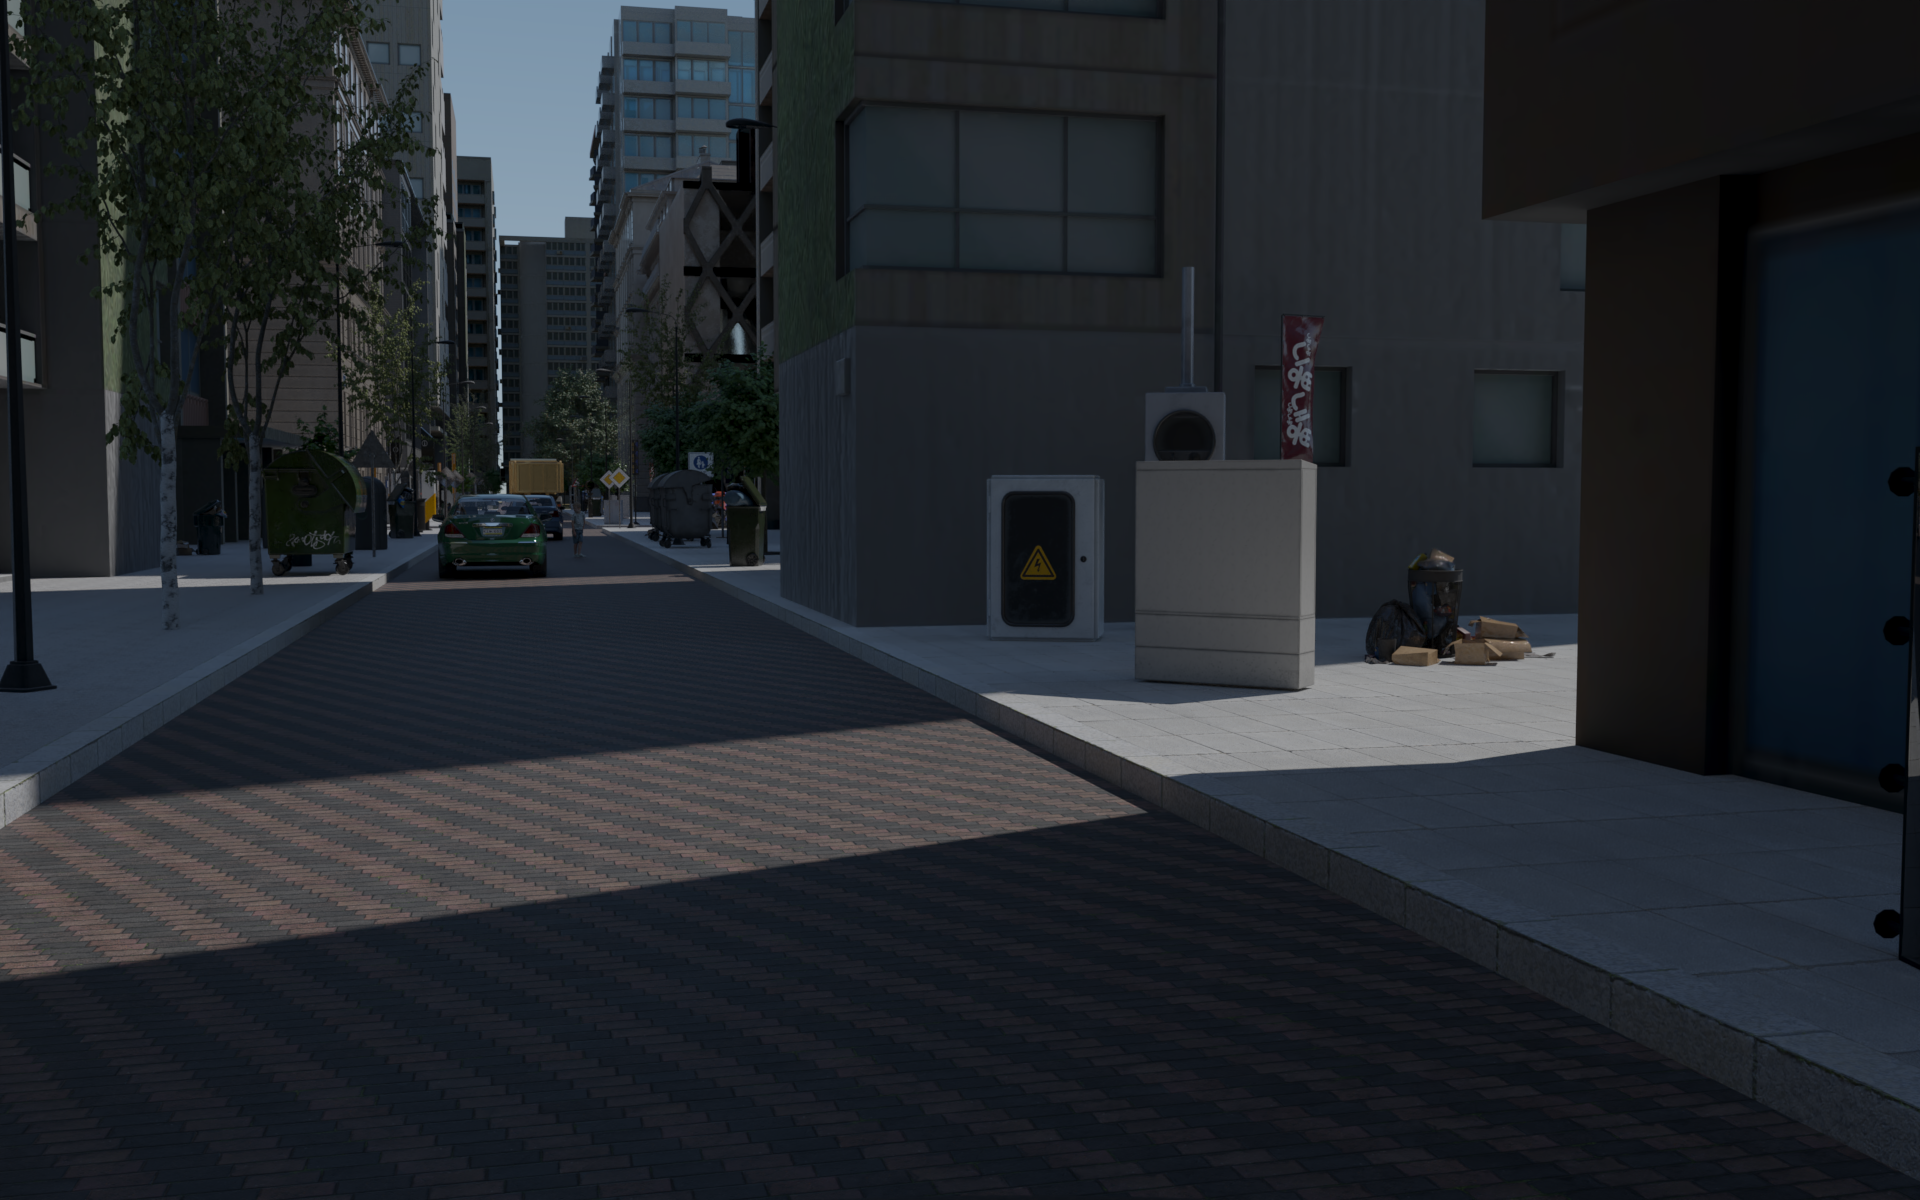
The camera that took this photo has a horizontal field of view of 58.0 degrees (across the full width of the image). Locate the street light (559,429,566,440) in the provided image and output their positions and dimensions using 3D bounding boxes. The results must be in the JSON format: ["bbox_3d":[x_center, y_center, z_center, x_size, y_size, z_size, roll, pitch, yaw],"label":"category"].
[{"bbox_3d":[-27.623,-9.242,123.654,1.470,5.913,1.316,-1,4,-14],"label":"street light"}]

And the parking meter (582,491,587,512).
[{"bbox_3d":[-27.630,-7.282,127.475,0.372,1.533,0.369,0,3,0],"label":"parking meter"}]

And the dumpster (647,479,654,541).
[{"bbox_3d":[-7.889,-2.554,47.509,1.264,1.857,1.865,-1,4,-14],"label":"dumpster"}]

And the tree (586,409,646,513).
[{"bbox_3d":[-8.362,-4.250,53.200,4.285,4.588,4.351,0,3,0],"label":"tree"}]

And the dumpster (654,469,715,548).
[{"bbox_3d":[-6.568,-2.190,41.566,1.264,1.857,1.865,-1,4,-14],"label":"dumpster"}]

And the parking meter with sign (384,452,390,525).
[{"bbox_3d":[-24.095,-4.715,73.354,0.543,3.016,1.738,-1,4,-13],"label":"parking meter with sign"}]

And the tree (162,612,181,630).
[{"bbox_3d":[-7.365,-4.038,16.380,4.737,8.622,4.395,0,3,0],"label":"tree"}]

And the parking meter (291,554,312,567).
[{"bbox_3d":[-11.709,-1.365,30.728,0.372,1.533,0.369,0,3,0],"label":"parking meter"}]

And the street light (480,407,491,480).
[{"bbox_3d":[-25.857,-7.304,91.964,1.470,5.913,1.316,-1,4,-14],"label":"street light"}]

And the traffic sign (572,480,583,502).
[{"bbox_3d":[-27.702,-7.685,125.656,0.884,2.594,0.081,0,4,-5],"label":"traffic sign"}]

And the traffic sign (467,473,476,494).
[{"bbox_3d":[-29.011,-6.264,102.515,0.768,2.556,0.104,0,4,-5],"label":"traffic sign"}]

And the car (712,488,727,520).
[{"bbox_3d":[-8.429,-3.620,68.782,3.694,1.707,1.945,-1,4,-13],"label":"car"}]

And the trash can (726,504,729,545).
[{"bbox_3d":[-5.374,-1.863,42.119,0.748,1.137,0.748,0,3,0],"label":"trash can"}]

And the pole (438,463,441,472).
[{"bbox_3d":[-34.051,-7.309,113.345,0.158,3.312,0.155,0,3,0],"label":"pole"}]

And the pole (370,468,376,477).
[{"bbox_3d":[-20.929,-4.156,61.795,0.158,3.312,0.155,0,3,0],"label":"pole"}]

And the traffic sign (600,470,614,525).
[{"bbox_3d":[-14.659,-4.207,72.420,0.795,2.450,0.064,-1,4,-14],"label":"traffic sign"}]

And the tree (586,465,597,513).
[{"bbox_3d":[-21.999,-6.933,107.952,1.663,3.219,1.824,0,3,0],"label":"tree"}]

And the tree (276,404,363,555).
[{"bbox_3d":[-13.523,-2.602,37.141,1.663,3.219,1.824,0,3,0],"label":"tree"}]

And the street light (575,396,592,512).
[{"bbox_3d":[-17.309,-6.697,82.044,1.470,5.913,1.316,-1,4,-14],"label":"street light"}]

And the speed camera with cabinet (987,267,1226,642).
[{"bbox_3d":[1.279,-1.272,15.133,2.038,3.252,0.660,1,4,10],"label":"speed camera with cabinet"}]

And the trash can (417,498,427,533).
[{"bbox_3d":[-18.120,-2.814,57.661,0.748,1.137,0.748,0,3,0],"label":"trash can"}]

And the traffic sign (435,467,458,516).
[{"bbox_3d":[-18.730,-3.642,63.192,0.795,2.450,0.064,-1,4,-14],"label":"traffic sign"}]

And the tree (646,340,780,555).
[{"bbox_3d":[-4.210,-3.263,37.065,4.285,4.588,4.351,0,3,0],"label":"tree"}]

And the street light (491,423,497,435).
[{"bbox_3d":[-31.125,-8.583,112.869,1.470,5.913,1.316,-1,4,-14],"label":"street light"}]

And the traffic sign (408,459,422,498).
[{"bbox_3d":[-19.245,-3.765,61.662,0.768,2.556,0.104,-1,4,-9],"label":"traffic sign"}]

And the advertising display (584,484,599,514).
[{"bbox_3d":[-23.808,-6.529,111.961,0.974,1.923,0.123,1,4,12],"label":"advertising display"}]

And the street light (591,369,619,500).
[{"bbox_3d":[-12.834,-5.629,64.567,1.470,5.913,1.316,-1,4,-14],"label":"street light"}]

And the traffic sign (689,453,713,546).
[{"bbox_3d":[-6.387,-2.483,42.733,0.606,2.300,0.079,0,4,-4],"label":"traffic sign"}]

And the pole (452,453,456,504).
[{"bbox_3d":[-25.259,-5.666,86.490,0.158,3.312,0.155,0,3,0],"label":"pole"}]

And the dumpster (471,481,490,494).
[{"bbox_3d":[-35.485,-7.669,127.886,1.502,2.255,1.985,-1,4,-14],"label":"dumpster"}]

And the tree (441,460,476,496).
[{"bbox_3d":[-30.294,-6.691,104.001,1.663,3.219,1.824,0,3,0],"label":"tree"}]

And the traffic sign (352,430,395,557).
[{"bbox_3d":[-11.908,-2.149,35.133,0.884,2.594,0.081,-1,4,-12],"label":"traffic sign"}]

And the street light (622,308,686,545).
[{"bbox_3d":[-7.638,-4.336,43.440,1.470,5.913,1.316,-1,4,-14],"label":"street light"}]

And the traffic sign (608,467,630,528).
[{"bbox_3d":[-12.716,-3.733,64.674,0.795,2.450,0.064,-1,4,-14],"label":"traffic sign"}]

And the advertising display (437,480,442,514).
[{"bbox_3d":[-23.981,-4.560,79.772,0.123,1.923,0.974,-1,4,-22],"label":"advertising display"}]

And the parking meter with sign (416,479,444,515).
[{"bbox_3d":[-28.082,-5.833,91.624,0.543,3.016,1.738,2,4,31],"label":"parking meter with sign"}]

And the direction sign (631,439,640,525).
[{"bbox_3d":[-13.531,-4.903,72.165,0.379,3.537,0.876,-2,4,-28],"label":"direction sign"}]

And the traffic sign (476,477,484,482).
[{"bbox_3d":[-36.731,-8.091,132.385,0.768,2.556,0.104,-1,4,-10],"label":"traffic sign"}]

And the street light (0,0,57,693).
[{"bbox_3d":[-5.592,-2.369,11.278,1.470,5.913,1.316,-1,4,-14],"label":"street light"}]

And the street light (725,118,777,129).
[{"bbox_3d":[-2.211,-3.006,21.694,1.470,5.913,1.316,-1,4,-14],"label":"street light"}]

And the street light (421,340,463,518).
[{"bbox_3d":[-15.946,-4.882,52.355,1.470,5.913,1.316,-1,4,-14],"label":"street light"}]

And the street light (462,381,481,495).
[{"bbox_3d":[-20.632,-6.034,71.196,1.470,5.913,1.316,-1,4,-14],"label":"street light"}]

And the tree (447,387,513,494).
[{"bbox_3d":[-33.214,-10.340,119.428,4.360,8.622,3.978,0,3,0],"label":"tree"}]

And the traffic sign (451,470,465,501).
[{"bbox_3d":[-20.673,-4.116,70.938,0.795,2.450,0.064,-1,4,-14],"label":"traffic sign"}]

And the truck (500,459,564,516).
[{"bbox_3d":[-23.120,-6.009,94.175,3.469,3.379,9.791,-1,4,-16],"label":"truck"}]

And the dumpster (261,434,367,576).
[{"bbox_3d":[-10.409,-1.551,27.861,1.502,2.255,1.985,-1,4,-14],"label":"dumpster"}]

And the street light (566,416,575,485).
[{"bbox_3d":[-22.431,-7.967,102.802,1.470,5.913,1.316,-1,4,-14],"label":"street light"}]

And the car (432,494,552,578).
[{"bbox_3d":[-8.410,-1.185,31.173,2.131,1.459,4.920,-1,4,-15],"label":"car"}]

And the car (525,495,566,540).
[{"bbox_3d":[-13.524,-2.626,54.939,2.014,1.417,4.499,-1,4,-15],"label":"car"}]

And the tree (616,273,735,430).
[{"bbox_3d":[-9.769,-6.640,58.925,4.737,8.622,4.395,0,3,0],"label":"tree"}]

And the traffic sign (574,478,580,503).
[{"bbox_3d":[-28.452,-7.912,129.465,0.768,2.556,0.104,-1,4,-10],"label":"traffic sign"}]

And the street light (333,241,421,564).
[{"bbox_3d":[-10.801,-3.623,31.783,1.470,5.913,1.316,-1,4,-14],"label":"street light"}]
